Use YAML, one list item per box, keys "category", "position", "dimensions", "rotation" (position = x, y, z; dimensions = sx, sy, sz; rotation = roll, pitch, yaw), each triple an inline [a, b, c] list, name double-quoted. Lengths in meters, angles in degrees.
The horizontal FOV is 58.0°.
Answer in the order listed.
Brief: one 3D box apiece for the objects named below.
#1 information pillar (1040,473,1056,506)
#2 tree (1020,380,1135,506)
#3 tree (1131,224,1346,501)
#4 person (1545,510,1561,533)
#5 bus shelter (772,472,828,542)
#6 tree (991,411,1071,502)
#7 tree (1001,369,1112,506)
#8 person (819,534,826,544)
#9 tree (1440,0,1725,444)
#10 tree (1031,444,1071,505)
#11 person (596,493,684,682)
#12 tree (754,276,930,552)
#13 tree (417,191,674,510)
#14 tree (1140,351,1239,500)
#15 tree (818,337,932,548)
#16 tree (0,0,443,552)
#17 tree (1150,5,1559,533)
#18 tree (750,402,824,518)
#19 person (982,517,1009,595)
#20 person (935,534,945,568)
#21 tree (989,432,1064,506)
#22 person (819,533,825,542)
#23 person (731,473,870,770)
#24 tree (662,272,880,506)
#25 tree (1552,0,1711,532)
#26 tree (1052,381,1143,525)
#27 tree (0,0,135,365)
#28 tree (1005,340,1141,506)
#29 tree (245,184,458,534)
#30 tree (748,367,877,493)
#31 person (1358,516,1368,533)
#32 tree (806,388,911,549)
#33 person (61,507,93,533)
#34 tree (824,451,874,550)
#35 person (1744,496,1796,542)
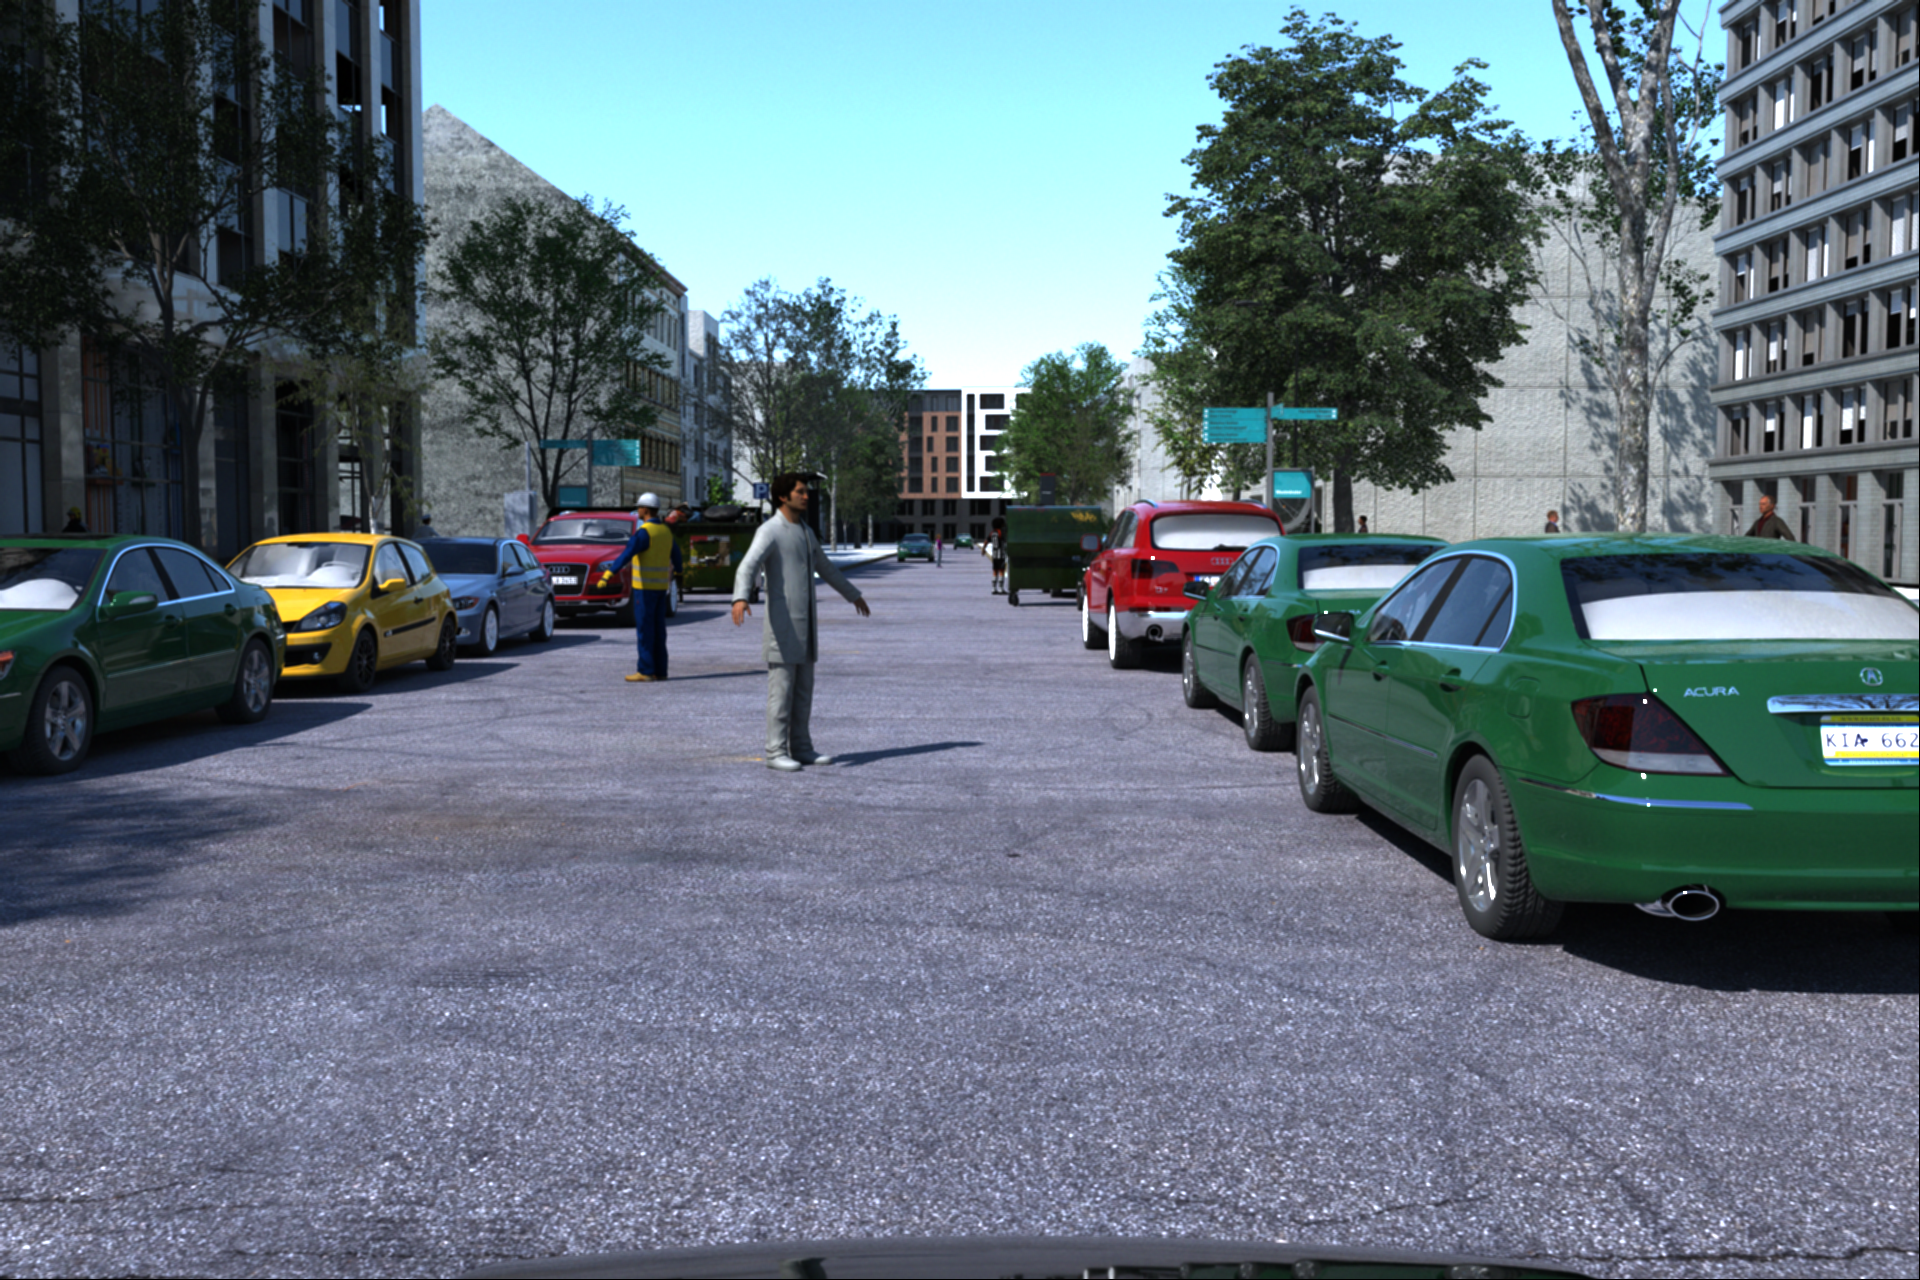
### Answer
- category: "information pillar"
  position: [3.745, -5.186, 74.161]
  dimensions: [0.750, 3.857, 0.750]
  rotation: [0, 4, -1]
- category: "tree"
  position: [7.025, -10.239, 101.827]
  dimensions: [7.601, 10.594, 8.767]
  rotation: [-2, 4, -32]
- category: "tree"
  position: [9.234, -8.027, 57.001]
  dimensions: [9.928, 11.665, 9.643]
  rotation: [0, 3, 0]
- category: "person"
  position: [11.966, -1.728, 34.851]
  dimensions: [0.434, 1.755, 0.990]
  rotation: [1, 4, 16]
- category: "bus shelter"
  position: [-6.290, -4.725, 68.543]
  dimensions: [1.731, 3.624, 6.357]
  rotation: [0, 4, 0]
- category: "tree"
  position: [6.315, -13.102, 139.977]
  dimensions: [9.928, 11.665, 9.643]
  rotation: [0, 3, 0]
- category: "tree"
  position: [6.360, -12.179, 117.251]
  dimensions: [7.486, 12.596, 7.792]
  rotation: [0, 3, 0]
- category: "person"
  position: [-6.083, -4.101, 73.770]
  dimensions: [0.721, 1.740, 1.216]
  rotation: [2, 4, 29]
- category: "tree"
  position: [23.873, -12.713, 63.746]
  dimensions: [12.611, 20.169, 13.585]
  rotation: [0, 3, 0]
- category: "tree"
  position: [6.267, -10.822, 127.305]
  dimensions: [4.360, 8.622, 3.978]
  rotation: [0, 3, 0]
- category: "person"
  position: [-3.052, -0.520, 16.925]
  dimensions: [0.705, 1.833, 1.349]
  rotation: [2, 4, 25]
- category: "tree"
  position: [-8.535, -16.504, 125.722]
  dimensions: [12.611, 20.169, 13.585]
  rotation: [0, 3, 0]
- category: "tree"
  position: [-12.640, -7.800, 53.287]
  dimensions: [9.928, 11.665, 9.643]
  rotation: [0, 3, 0]
- category: "tree"
  position: [9.078, -7.158, 67.394]
  dimensions: [4.737, 8.622, 4.395]
  rotation: [0, 3, 0]
- category: "tree"
  position: [-9.062, -18.905, 164.990]
  dimensions: [12.611, 20.169, 13.585]
  rotation: [0, 3, 0]
- category: "tree"
  position: [-11.925, -5.680, 27.284]
  dimensions: [8.767, 10.594, 7.601]
  rotation: [1, 4, 11]
- category: "tree"
  position: [9.300, -8.265, 41.790]
  dimensions: [9.857, 13.997, 8.962]
  rotation: [0, 3, 0]
- category: "tree"
  position: [-9.246, -8.689, 92.434]
  dimensions: [4.737, 8.622, 4.395]
  rotation: [0, 3, 0]
- category: "person"
  position: [0.940, -1.977, 40.925]
  dimensions: [0.704, 1.843, 1.345]
  rotation: [-3, 5, -42]
- category: "person"
  position: [-0.832, -3.795, 73.764]
  dimensions: [0.599, 1.433, 0.991]
  rotation: [1, 4, 16]
- category: "tree"
  position: [6.364, -14.133, 156.827]
  dimensions: [9.928, 11.665, 9.643]
  rotation: [0, 3, 0]
- category: "person"
  position: [-7.257, -4.961, 87.340]
  dimensions: [0.704, 1.802, 1.346]
  rotation: [2, 4, 29]
- category: "person"
  position: [-1.015, -0.123, 10.649]
  dimensions: [0.705, 1.806, 1.347]
  rotation: [2, 4, 31]
- category: "tree"
  position: [-8.878, -10.516, 82.304]
  dimensions: [12.009, 13.543, 11.850]
  rotation: [0, 3, 0]
- category: "tree"
  position: [7.254, -10.172, 22.201]
  dimensions: [12.611, 20.169, 13.585]
  rotation: [0, 3, 0]
- category: "tree"
  position: [6.068, -8.190, 84.265]
  dimensions: [4.360, 8.622, 3.978]
  rotation: [0, 3, 0]
- category: "tree"
  position: [-12.304, -5.087, 17.580]
  dimensions: [7.601, 10.594, 8.767]
  rotation: [-2, 4, -26]
- category: "tree"
  position: [5.997, -10.176, 92.129]
  dimensions: [9.928, 11.665, 9.643]
  rotation: [0, 3, 0]
- category: "tree"
  position: [-12.242, -5.266, 36.468]
  dimensions: [4.360, 8.622, 3.978]
  rotation: [0, 3, 0]
- category: "tree"
  position: [-8.830, -10.891, 103.828]
  dimensions: [9.928, 11.665, 9.643]
  rotation: [0, 3, 0]
- category: "person"
  position: [11.469, -2.648, 49.458]
  dimensions: [0.704, 1.807, 1.345]
  rotation: [1, 4, 15]
- category: "tree"
  position: [-8.994, -14.893, 150.152]
  dimensions: [9.857, 13.997, 8.962]
  rotation: [0, 3, 0]
- category: "person"
  position: [-18.728, -1.889, 36.650]
  dimensions: [1.351, 1.858, 0.704]
  rotation: [1, 4, 16]
- category: "tree"
  position: [-9.304, -11.576, 139.624]
  dimensions: [4.360, 8.622, 3.978]
  rotation: [0, 3, 0]
- category: "person"
  position: [11.051, -1.077, 23.795]
  dimensions: [0.705, 1.807, 1.348]
  rotation: [-1, 4, -18]
